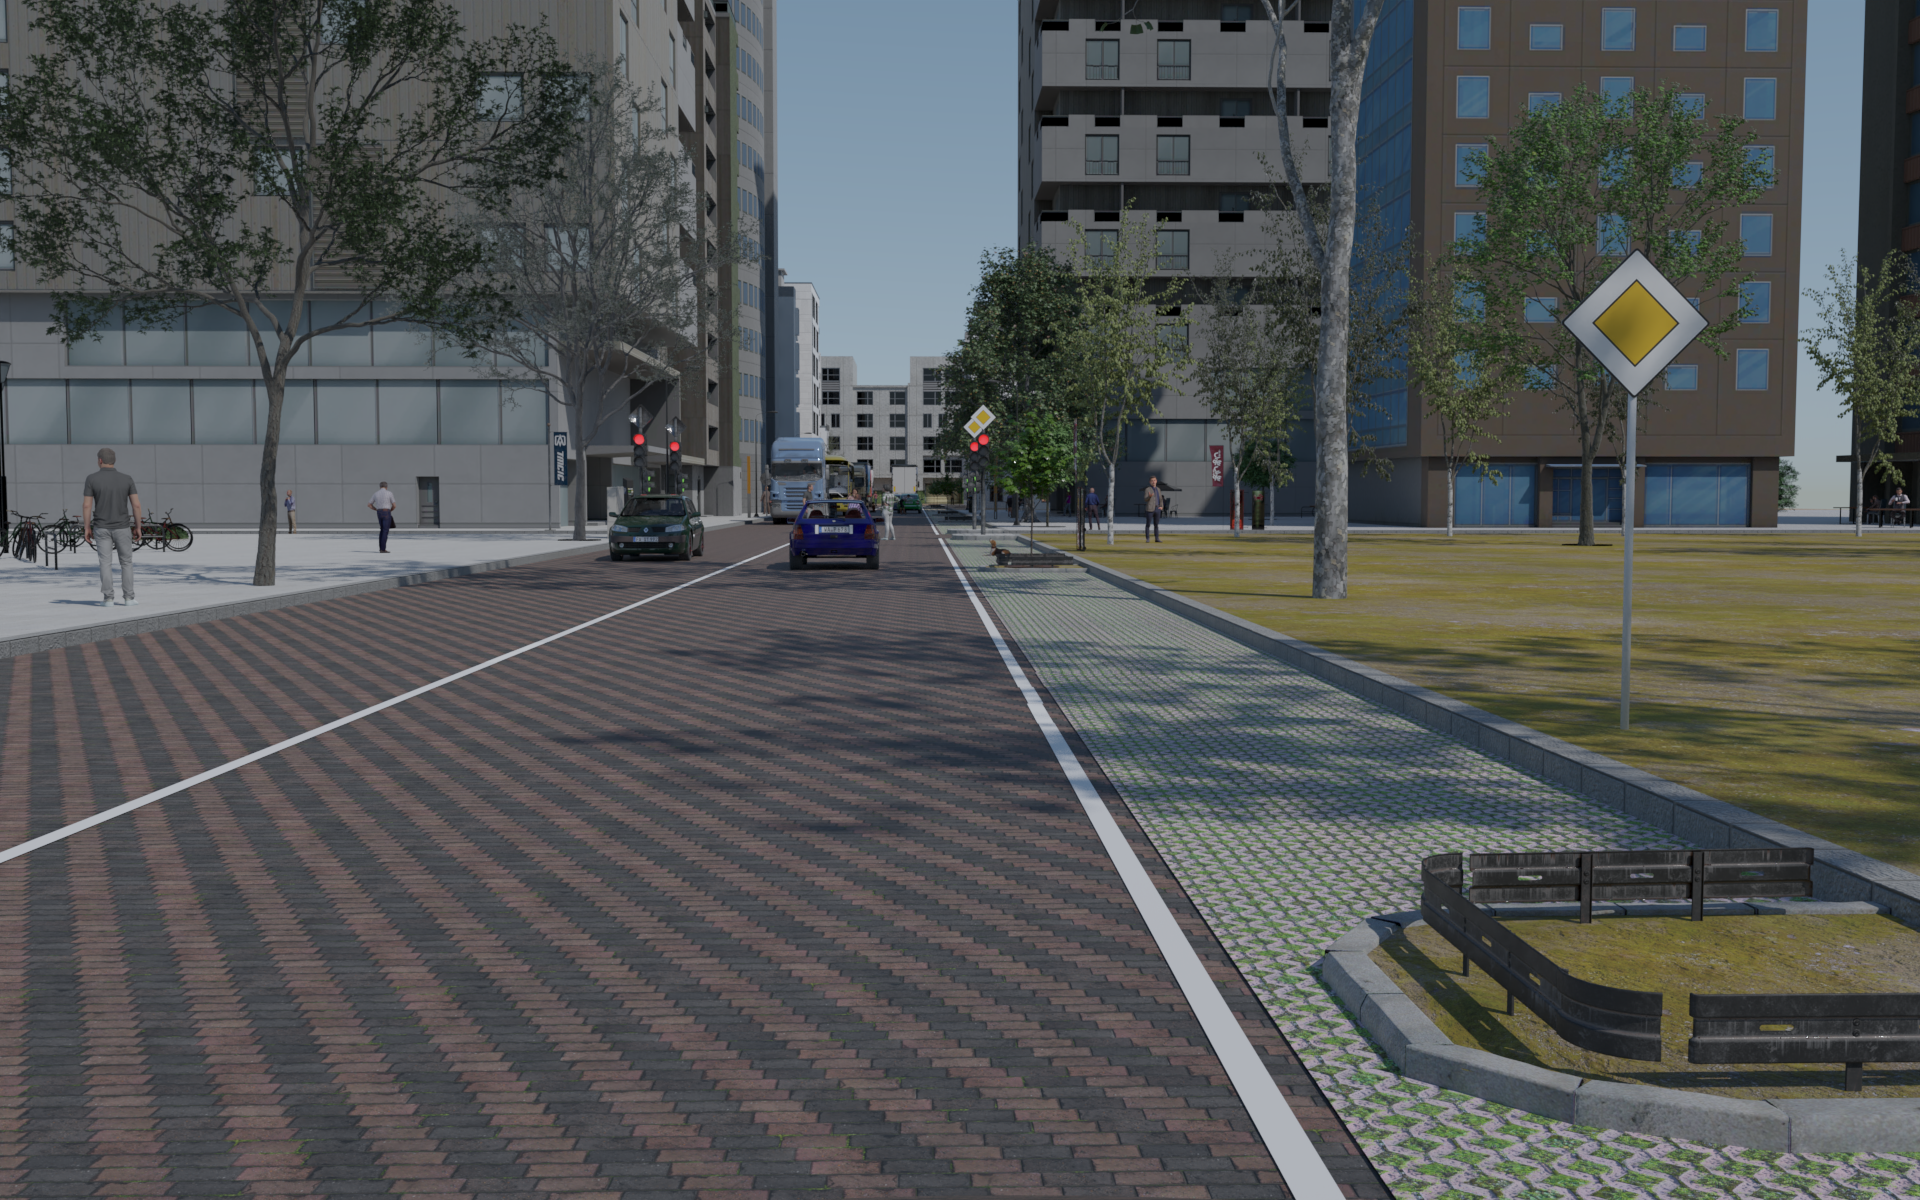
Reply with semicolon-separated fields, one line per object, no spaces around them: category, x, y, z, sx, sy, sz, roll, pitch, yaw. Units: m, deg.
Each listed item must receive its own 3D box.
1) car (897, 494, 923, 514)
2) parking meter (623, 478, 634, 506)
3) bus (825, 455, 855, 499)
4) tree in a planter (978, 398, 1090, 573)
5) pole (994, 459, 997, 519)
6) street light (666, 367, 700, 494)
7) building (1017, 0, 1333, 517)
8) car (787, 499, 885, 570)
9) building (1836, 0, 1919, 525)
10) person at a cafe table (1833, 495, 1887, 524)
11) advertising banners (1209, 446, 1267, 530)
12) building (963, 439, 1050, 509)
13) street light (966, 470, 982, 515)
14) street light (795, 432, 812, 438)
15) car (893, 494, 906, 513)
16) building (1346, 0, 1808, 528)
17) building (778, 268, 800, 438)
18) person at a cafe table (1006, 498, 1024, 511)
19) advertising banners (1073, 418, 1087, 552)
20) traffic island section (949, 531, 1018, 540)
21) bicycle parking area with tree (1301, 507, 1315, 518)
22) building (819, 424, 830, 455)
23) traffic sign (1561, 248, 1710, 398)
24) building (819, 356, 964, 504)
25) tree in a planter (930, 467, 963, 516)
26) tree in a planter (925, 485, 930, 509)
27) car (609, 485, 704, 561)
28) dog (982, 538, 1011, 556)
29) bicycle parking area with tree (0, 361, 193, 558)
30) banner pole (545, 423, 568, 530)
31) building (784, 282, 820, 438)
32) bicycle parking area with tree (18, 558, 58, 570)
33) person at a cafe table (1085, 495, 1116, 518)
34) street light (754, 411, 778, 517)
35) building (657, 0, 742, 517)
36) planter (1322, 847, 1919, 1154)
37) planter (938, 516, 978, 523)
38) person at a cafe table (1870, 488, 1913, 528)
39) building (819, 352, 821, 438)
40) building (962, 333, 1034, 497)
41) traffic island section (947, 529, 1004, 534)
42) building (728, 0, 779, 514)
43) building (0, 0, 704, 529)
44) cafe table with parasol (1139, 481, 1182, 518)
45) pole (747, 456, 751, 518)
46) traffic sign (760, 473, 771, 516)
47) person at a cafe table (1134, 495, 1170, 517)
car;-3.716;-7.320;128.474;1.959;1.807;4.718;0;4;0
parking meter;-11.748;-3.404;61.360;0.255;1.863;0.399;-3;4;-37
bus;-8.341;-7.470;113.688;2.896;3.916;12.252;0;4;-2
tree in a planter;1.342;-2.140;32.216;1.991;3.239;1.994;0;4;-2
pole;1.802;-5.742;87.724;0.158;3.312;0.155;0;3;0
street light;-10.085;-5.524;62.863;1.470;5.913;1.316;0;4;-2
building;17.821;-31.871;110.332;28.713;52.752;27.495;0;4;-2
car;-2.456;-1.322;34.201;1.945;1.354;3.894;0;4;-3
building;53.679;-25.588;72.990;28.867;44.769;22.147;0;4;-2
person at a cafe table;38.386;-3.834;73.544;1.698;1.238;1.726;-2;4;-33
advertising banners;9.925;-4.015;61.834;2.074;3.025;0.090;0;4;8
building;5.215;-15.664;198.257;9.099;9.664;28.070;0;4;-2
street light;0.773;-8.050;104.153;1.470;5.913;1.316;0;4;-2
street light;-11.851;-9.660;130.488;1.470;5.913;1.316;0;4;-2
car;-4.991;-7.413;133.201;2.014;1.417;4.499;0;4;-2
building;24.193;-25.730;70.789;14.200;45.320;14.600;0;4;-2
building;-21.201;-17.526;142.975;16.016;20.091;11.380;0;4;-2
person at a cafe table;4.275;-7.246;129.341;1.698;1.238;1.726;2;4;33
advertising banners;2.719;-2.644;39.417;0.090;3.025;2.074;0;4;-2
traffic island section;0.752;-1.978;54.615;2.009;0.180;2.903;0;4;-2
bicycle parking area with tree;22.917;-6.473;92.836;8.231;4.147;9.016;-2;4;-35
building;-29.934;-16.265;208.083;28.070;9.664;9.099;0;4;-2
traffic sign;3.645;-0.588;9.346;0.795;2.593;0.064;0;4;0
building;-6.636;-22.279;230.722;31.486;18.905;16.747;0;4;-2
tree in a planter;-0.833;-7.159;114.279;1.991;3.239;1.994;0;4;-2
tree in a planter;-2.147;-10.218;164.287;1.991;3.239;1.994;0;4;-2
car;-6.705;-1.755;38.475;2.009;1.686;4.222;0;4;-3
dog;0.896;-1.199;39.793;0.550;0.427;0.748;-2;4;-32
bicycle parking area with tree;-22.090;-3.216;39.588;9.016;4.147;8.231;-1;4;-16
banner pole;-14.265;-4.353;61.183;0.863;3.779;0.401;-1;4;-12
building;-28.156;-19.618;164.725;27.936;21.610;32.646;0;4;-2
bicycle parking area with tree;-19.881;-2.629;29.989;8.231;4.147;9.016;-1;4;-19
person at a cafe table;7.634;-5.096;94.188;1.726;1.238;1.698;3;4;37
street light;-10.877;-7.612;97.005;1.470;5.913;1.316;0;4;-2
building;-19.988;-19.861;96.431;14.160;30.474;14.107;0;4;-2
planter;2.068;1.004;4.730;1.991;0.319;1.994;0;4;-2
planter;-0.118;-4.043;87.247;1.991;0.319;1.994;0;4;-2
person at a cafe table;35.608;-3.503;65.784;1.698;1.524;1.622;2;4;33
building;-23.014;-20.237;187.291;16.016;20.091;11.380;0;4;-2
building;8.278;-19.688;178.323;16.016;20.091;11.380;0;4;-2
traffic island section;0.542;-2.466;62.597;2.009;0.180;2.903;0;4;-2
building;-24.031;-35.212;117.712;21.231;58.520;28.212;0;4;-2
building;-26.274;-29.692;74.705;28.713;52.752;27.495;0;4;-2
cafe table with parasol;10.650;-5.324;91.918;2.610;1.966;2.610;-1;4;-14
pole;-11.361;-6.080;93.253;0.158;3.312;0.155;0;3;0
traffic sign;-11.343;-6.206;101.567;0.768;2.556;0.104;0;4;2
person at a cafe table;10.865;-5.242;96.567;1.726;1.238;1.698;2;4;35
